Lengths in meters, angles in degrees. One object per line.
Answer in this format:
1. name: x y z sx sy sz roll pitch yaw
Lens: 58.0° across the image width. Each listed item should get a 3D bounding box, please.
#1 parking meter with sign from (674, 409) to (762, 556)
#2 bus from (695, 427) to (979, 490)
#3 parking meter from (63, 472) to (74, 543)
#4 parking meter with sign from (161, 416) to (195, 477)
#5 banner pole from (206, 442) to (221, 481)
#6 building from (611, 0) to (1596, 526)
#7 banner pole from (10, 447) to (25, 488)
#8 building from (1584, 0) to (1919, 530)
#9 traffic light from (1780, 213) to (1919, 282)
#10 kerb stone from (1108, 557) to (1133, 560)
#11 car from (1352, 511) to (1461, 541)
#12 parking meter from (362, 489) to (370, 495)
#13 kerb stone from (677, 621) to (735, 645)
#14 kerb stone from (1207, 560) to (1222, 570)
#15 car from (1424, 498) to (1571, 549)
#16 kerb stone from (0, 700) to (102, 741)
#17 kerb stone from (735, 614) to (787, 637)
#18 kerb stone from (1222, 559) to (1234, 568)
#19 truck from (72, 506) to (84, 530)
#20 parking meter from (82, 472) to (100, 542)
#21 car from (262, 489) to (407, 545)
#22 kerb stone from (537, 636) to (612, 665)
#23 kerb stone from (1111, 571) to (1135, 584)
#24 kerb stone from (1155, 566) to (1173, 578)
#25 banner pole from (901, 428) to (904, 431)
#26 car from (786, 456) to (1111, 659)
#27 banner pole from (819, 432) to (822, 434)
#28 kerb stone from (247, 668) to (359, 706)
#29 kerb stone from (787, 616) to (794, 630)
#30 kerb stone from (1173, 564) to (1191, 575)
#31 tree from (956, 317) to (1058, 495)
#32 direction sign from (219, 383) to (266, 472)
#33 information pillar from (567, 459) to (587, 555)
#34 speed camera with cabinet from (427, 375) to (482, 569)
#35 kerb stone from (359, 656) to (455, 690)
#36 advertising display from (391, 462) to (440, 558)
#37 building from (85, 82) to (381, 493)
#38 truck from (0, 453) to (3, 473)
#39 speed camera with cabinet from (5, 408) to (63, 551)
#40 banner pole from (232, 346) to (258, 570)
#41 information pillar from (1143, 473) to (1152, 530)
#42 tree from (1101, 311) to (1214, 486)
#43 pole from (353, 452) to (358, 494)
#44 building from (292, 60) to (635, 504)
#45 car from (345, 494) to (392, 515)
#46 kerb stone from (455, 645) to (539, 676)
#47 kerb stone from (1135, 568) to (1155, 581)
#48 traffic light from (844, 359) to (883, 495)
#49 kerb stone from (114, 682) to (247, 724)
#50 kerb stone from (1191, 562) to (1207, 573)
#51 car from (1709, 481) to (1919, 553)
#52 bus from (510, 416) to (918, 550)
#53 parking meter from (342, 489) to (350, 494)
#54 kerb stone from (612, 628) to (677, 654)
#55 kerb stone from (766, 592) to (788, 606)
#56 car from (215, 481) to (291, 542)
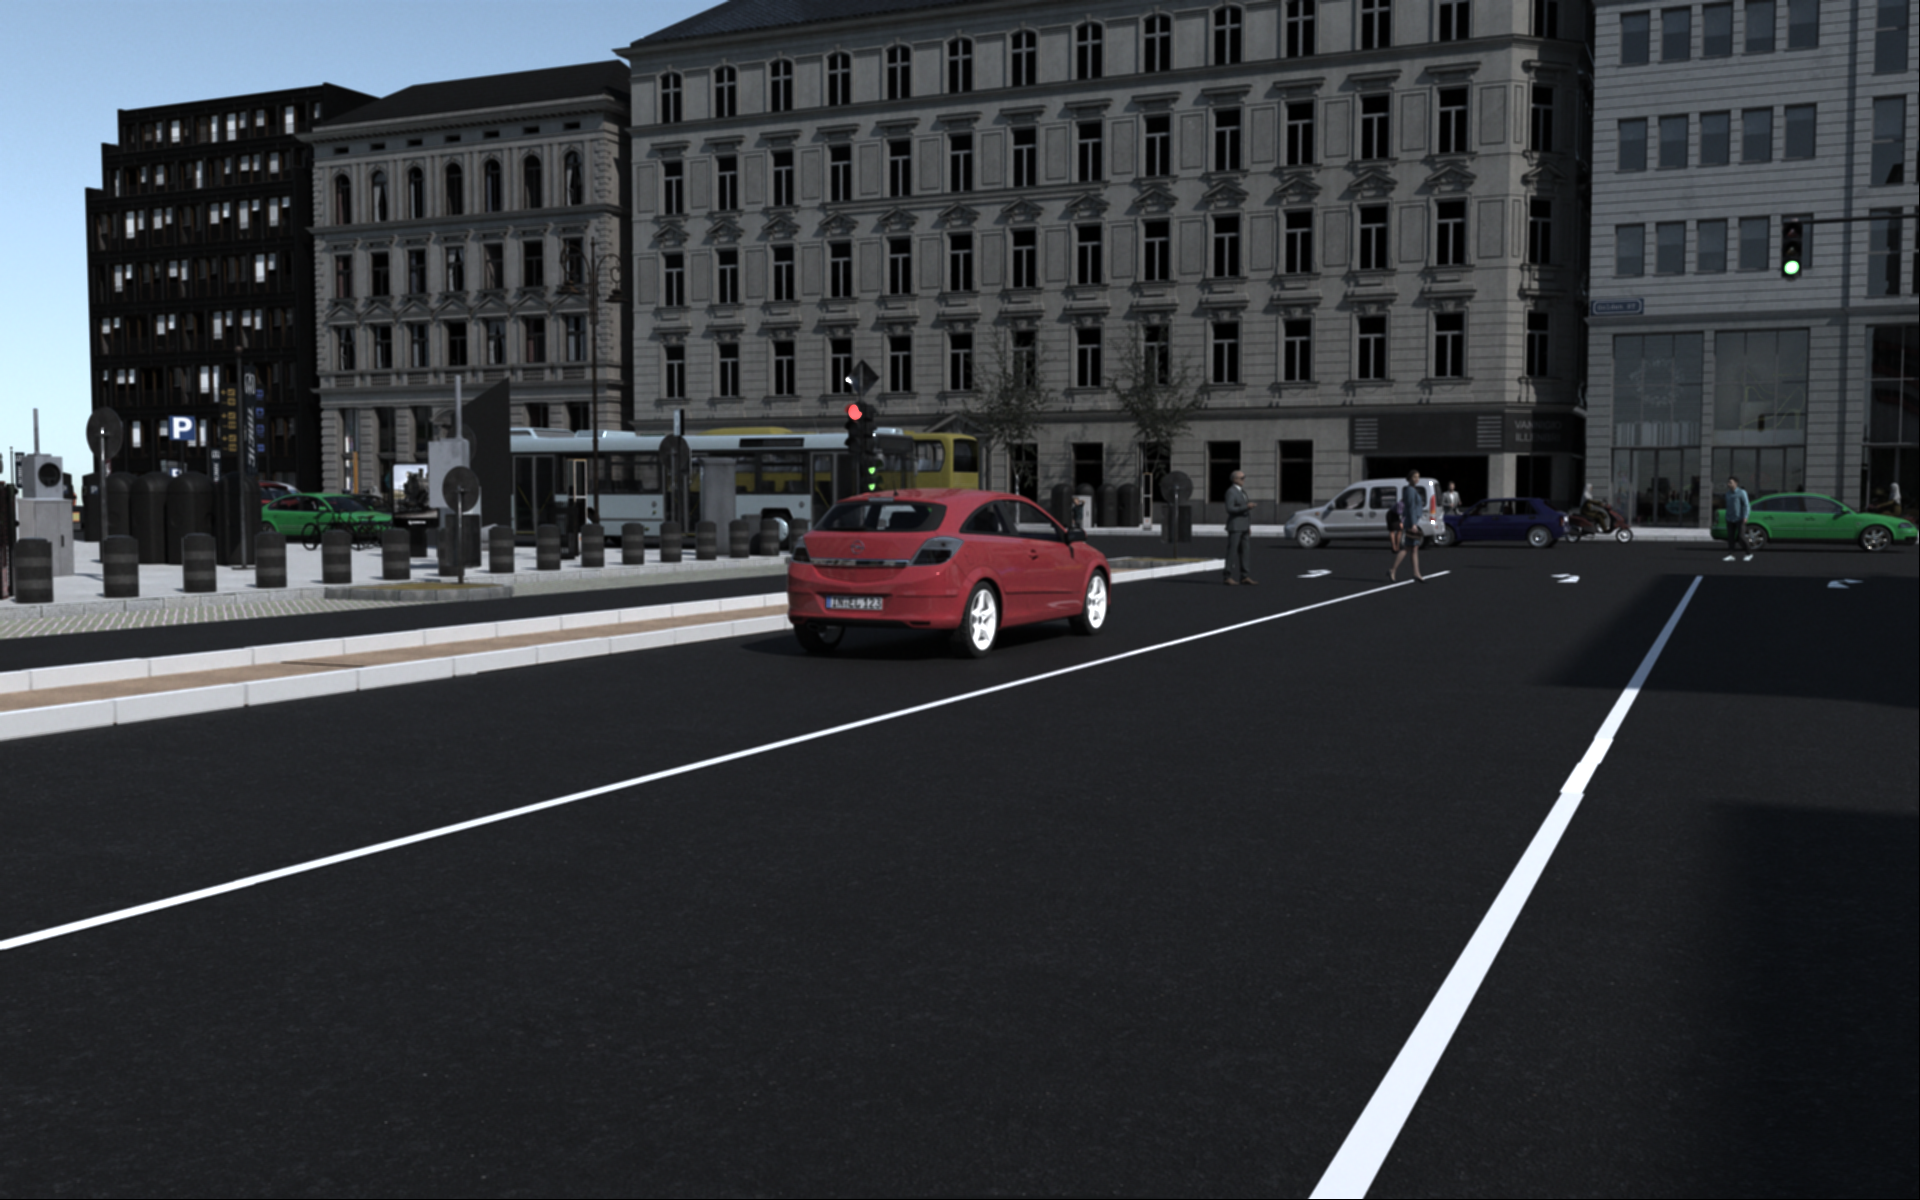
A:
1. parking meter with sign: -5.021 -2.432 36.022 1.738 3.016 0.543 -2 4 -23
2. bus: -5.418 -4.395 63.407 12.252 3.916 2.896 1 4 23
3. parking meter: -22.076 -2.263 42.711 0.399 1.863 0.255 -1 4 -21
4. parking meter with sign: -17.801 -2.632 39.300 0.543 3.016 1.738 -2 4 -35
5. banner pole: -35.720 -5.678 82.847 0.401 3.779 0.863 3 5 44
6. building: 6.962 -18.675 81.750 44.131 29.872 17.030 2 4 24
7. banner pole: -49.827 -6.209 91.532 0.863 3.779 0.401 -1 4 -13
8. building: 39.377 -17.509 63.764 29.804 29.767 11.434 2 4 24
9. traffic light: 15.784 -3.255 27.890 4.771 5.953 1.251 2 4 24
10. kerb stone: 3.227 -0.758 34.594 0.120 0.150 1.000 2 4 24
11. car: 13.815 -2.522 53.600 4.827 1.381 2.083 1 4 22
12. parking meter: -29.656 -4.773 86.456 0.372 1.533 0.369 0 3 0
13. kerb stone: -2.540 0.325 16.878 0.120 0.150 1.000 2 4 24
14. kerb stone: 4.726 -0.649 32.802 0.120 0.150 1.000 2 4 24
15. car: 14.432 -2.097 46.871 3.894 1.354 1.945 2 4 26
16. kerb stone: -5.518 0.726 10.320 0.120 0.150 1.000 2 4 24
17. kerb stone: -2.113 0.268 17.810 0.120 0.150 1.000 2 4 24
18. kerb stone: 5.145 -0.706 33.740 0.120 0.150 1.000 2 4 24
19. truck: -42.240 -4.964 70.923 18.799 4.110 2.967 2 4 26
20. parking meter: -23.250 -2.487 46.368 0.255 1.863 0.399 2 4 34
21. car: -17.062 -2.322 46.768 4.718 1.807 1.959 2 4 25
22. kerb stone: -3.389 0.439 15.010 0.120 0.150 1.000 2 4 24
23. kerb stone: 2.585 -0.362 28.109 0.120 0.150 1.000 2 4 24
24. kerb stone: 3.439 -0.477 29.988 0.120 0.150 1.000 2 4 24
25. banner pole: -2.423 -4.662 66.241 0.863 3.779 0.401 2 4 26
26. car: 0.043 -0.472 16.755 2.155 1.783 4.494 2 4 26
27. banner pole: -5.822 -4.905 70.215 0.863 3.779 0.401 2 4 31
28. kerb stone: -4.663 0.613 12.197 0.120 0.150 1.000 2 4 24
29. kerb stone: -1.681 0.211 18.752 0.120 0.150 1.000 2 4 24
30. kerb stone: 3.868 -0.531 30.926 0.120 0.150 1.000 2 4 24
31. tree: 2.205 -7.390 71.192 4.360 8.622 3.978 0 3 0
32. direction sign: -14.684 -2.662 35.514 0.876 3.537 0.379 -2 4 -34
33. information pillar: -8.122 -1.974 36.765 0.304 2.012 0.304 -3 5 -42
34. speed camera with cabinet: -8.640 -2.157 29.610 0.660 3.252 2.038 0 4 -7
35. kerb stone: -4.237 0.556 13.134 0.120 0.150 1.000 2 4 24
36. advertising display: -10.963 -1.818 34.942 0.974 1.923 0.123 0 4 3
37. building: -39.678 -16.568 100.572 15.834 23.373 12.332 2 4 24
38. truck: -39.552 -4.220 58.763 18.799 4.110 2.967 2 4 24
39. speed camera with cabinet: -21.513 -2.755 39.372 0.660 3.252 2.038 2 4 30
40. banner pole: -12.185 -2.423 29.625 0.401 3.779 0.863 0 4 3
41. information pillar: 6.630 -3.470 61.222 0.304 2.012 0.304 1 4 11
42. tree: 7.859 -7.333 70.263 4.360 8.622 3.978 0 3 0
43. pole: -29.064 -5.472 83.318 0.158 3.312 0.155 0 3 0
44. building: -23.602 -16.099 92.105 19.941 23.489 11.050 2 4 24
45. car: -20.882 -3.109 60.615 4.222 1.686 2.009 2 4 25
46. kerb stone: -3.812 0.500 14.073 0.120 0.150 1.000 2 4 24
47. kerb stone: 3.007 -0.416 29.045 0.120 0.150 1.000 2 4 24
48. traffic light: -2.047 -2.886 36.113 0.839 4.253 0.868 2 4 24
49. kerb stone: -5.092 0.669 11.253 0.120 0.150 1.000 2 4 24
50. kerb stone: 4.293 -0.592 31.872 0.120 0.150 1.000 2 4 24
51. car: 21.412 -2.124 43.530 4.718 1.807 1.959 2 4 24
52. bus: -6.818 -3.167 46.635 13.247 3.499 2.948 1 4 23
53. parking meter: -28.726 -4.445 81.085 0.372 1.533 0.369 0 3 0
54. kerb stone: -2.962 0.388 15.944 0.120 0.150 1.000 2 4 24
55. kerb stone: -2.311 -0.013 22.418 0.120 0.150 1.000 2 4 24
56. car: -21.835 -2.588 50.986 5.304 1.827 2.281 2 4 24
